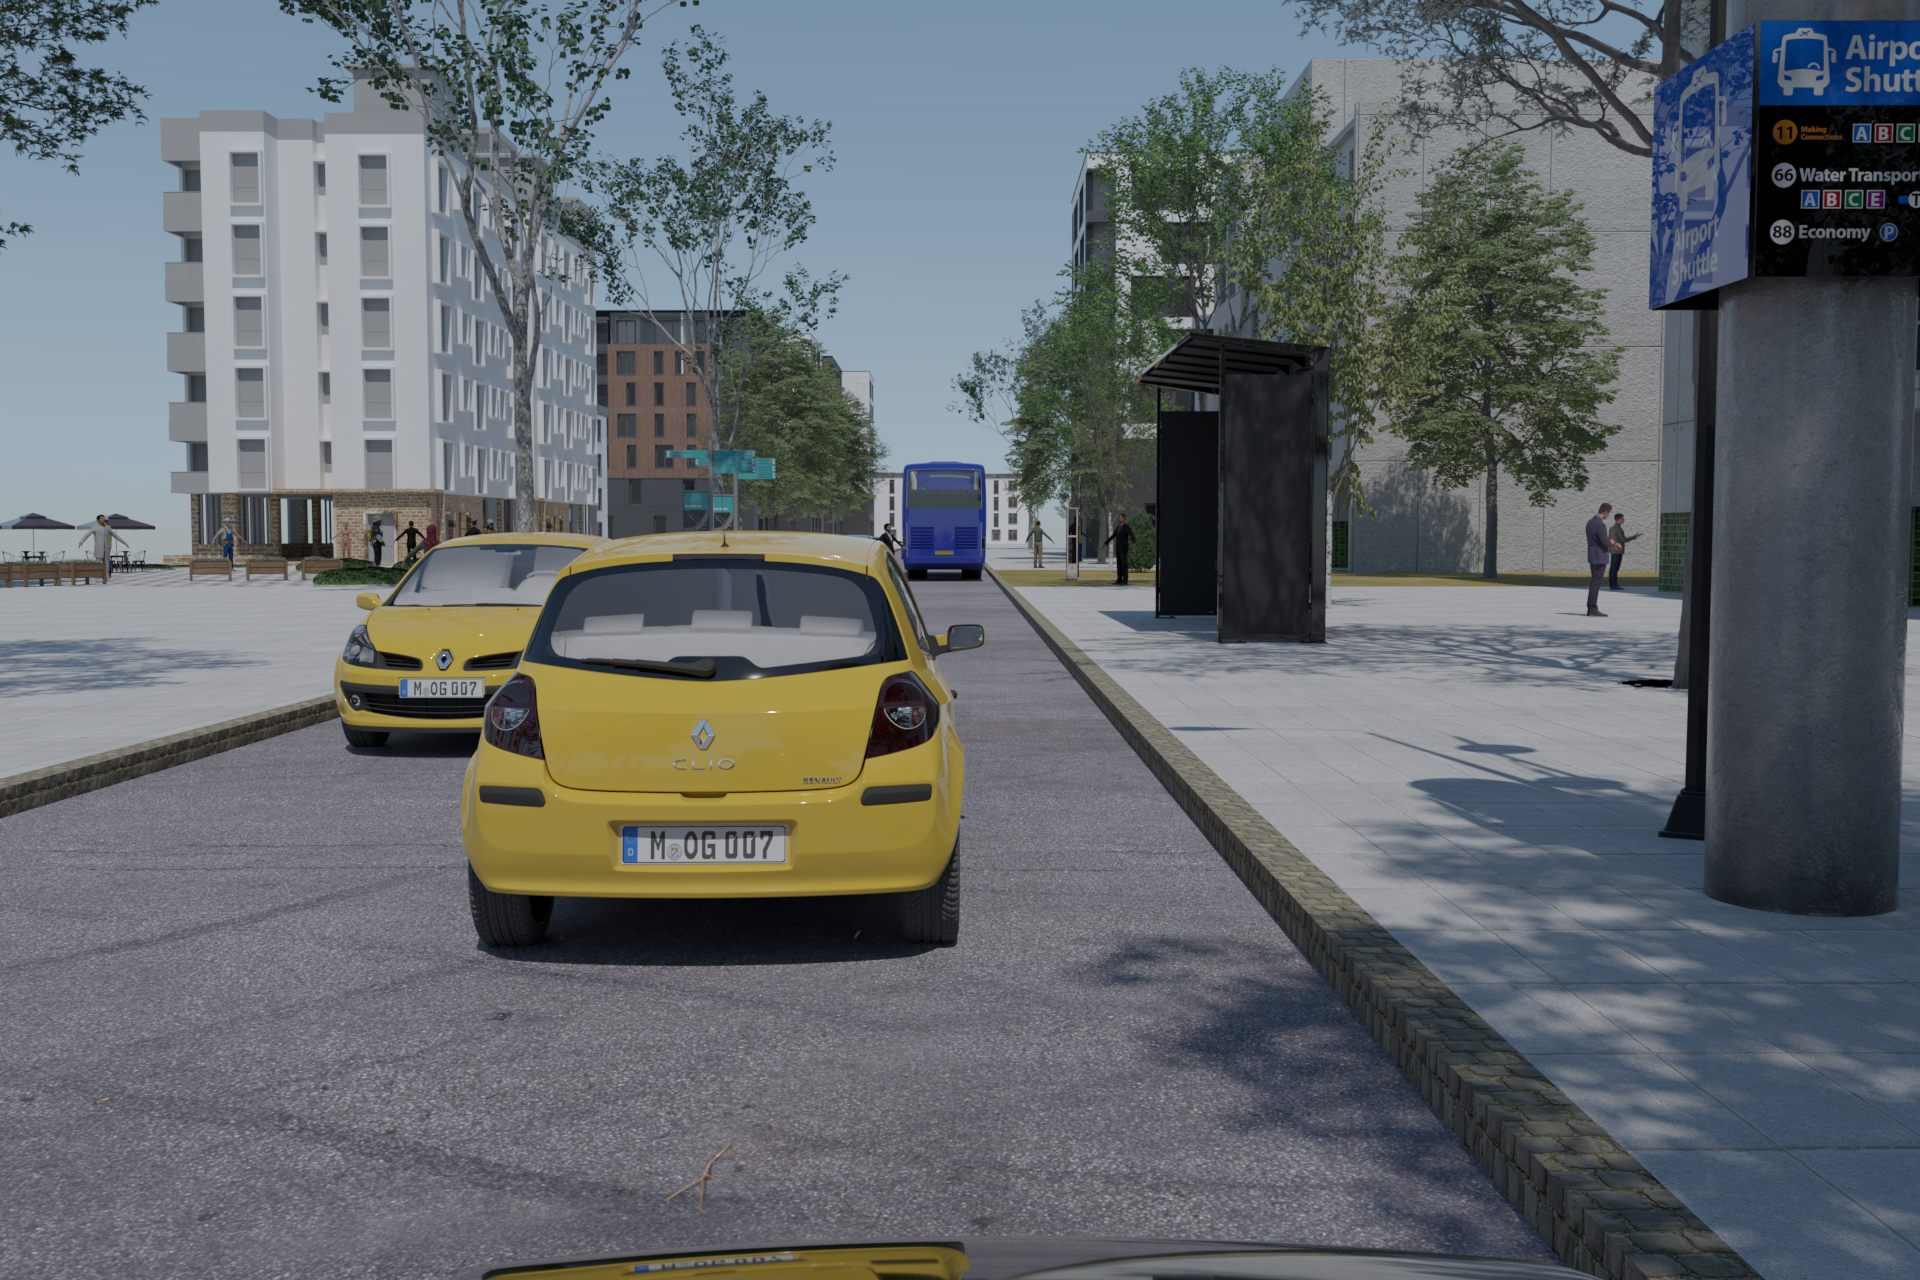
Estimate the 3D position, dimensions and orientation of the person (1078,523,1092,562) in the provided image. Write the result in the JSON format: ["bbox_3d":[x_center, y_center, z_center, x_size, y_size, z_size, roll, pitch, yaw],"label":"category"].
[{"bbox_3d":[5.534,-4.526,80.457,1.216,1.772,0.721,2,4,27],"label":"person"}]

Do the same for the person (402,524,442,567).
[{"bbox_3d":[-8.214,-1.089,27.014,0.989,1.438,0.599,0,4,-3],"label":"person"}]

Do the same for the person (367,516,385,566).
[{"bbox_3d":[-18.269,-2.974,54.401,0.705,1.856,1.354,-2,4,-26],"label":"person"}]

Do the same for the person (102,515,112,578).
[{"bbox_3d":[-25.025,-2.733,50.651,0.705,1.833,1.349,-1,4,-13],"label":"person"}]

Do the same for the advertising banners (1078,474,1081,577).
[{"bbox_3d":[3.511,-3.388,51.579,0.090,3.025,2.074,0,4,1],"label":"advertising banners"}]

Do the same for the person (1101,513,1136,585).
[{"bbox_3d":[4.056,-2.290,43.661,0.704,1.802,1.346,-2,4,-33],"label":"person"}]

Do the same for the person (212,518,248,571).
[{"bbox_3d":[-25.163,-3.285,59.569,0.705,1.847,1.347,2,4,33],"label":"person"}]

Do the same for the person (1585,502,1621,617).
[{"bbox_3d":[10.010,-1.250,26.935,0.568,1.767,0.683,0,4,-4],"label":"person"}]

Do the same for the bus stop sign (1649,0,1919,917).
[{"bbox_3d":[2.956,-1.038,5.989,0.837,3.901,0.837,0,4,0],"label":"bus stop sign"}]

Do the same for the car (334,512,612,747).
[{"bbox_3d":[-3.280,-0.163,12.881,2.015,1.641,3.980,0,4,0],"label":"car"}]

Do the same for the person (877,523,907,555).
[{"bbox_3d":[-1.948,-2.392,48.285,1.216,1.740,0.721,-3,5,-44],"label":"person"}]

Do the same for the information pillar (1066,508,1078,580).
[{"bbox_3d":[3.110,-2.670,48.147,0.304,2.012,0.304,0,4,-2],"label":"information pillar"}]

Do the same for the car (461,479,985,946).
[{"bbox_3d":[-0.874,0.168,7.470,2.015,1.641,3.980,0,4,-2],"label":"car"}]

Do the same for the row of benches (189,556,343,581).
[{"bbox_3d":[-19.294,-1.989,47.977,4.104,0.672,1.422,-2,4,-24],"label":"row of benches"}]

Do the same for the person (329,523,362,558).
[{"bbox_3d":[-23.982,-3.720,67.622,1.217,1.733,0.721,-1,4,-11],"label":"person"}]

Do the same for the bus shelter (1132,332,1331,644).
[{"bbox_3d":[3.505,-1.958,23.295,1.731,3.624,6.357,0,4,-1],"label":"bus shelter"}]

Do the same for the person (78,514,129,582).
[{"bbox_3d":[-22.964,-2.458,46.381,0.705,1.806,1.347,3,4,37],"label":"person"}]

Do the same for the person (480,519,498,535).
[{"bbox_3d":[-17.900,-3.689,66.082,0.705,1.858,1.354,3,4,36],"label":"person"}]

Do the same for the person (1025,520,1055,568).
[{"bbox_3d":[2.964,-3.607,65.245,1.348,1.796,0.705,3,5,40],"label":"person"}]

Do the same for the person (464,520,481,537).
[{"bbox_3d":[-19.045,-3.799,68.052,1.347,1.837,0.705,1,4,23],"label":"person"}]

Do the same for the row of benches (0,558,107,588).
[{"bbox_3d":[-22.603,-1.647,42.385,1.422,0.672,4.104,1,4,19],"label":"row of benches"}]

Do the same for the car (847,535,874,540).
[{"bbox_3d":[-3.260,-2.458,52.195,2.014,1.417,4.499,0,4,-1],"label":"car"}]

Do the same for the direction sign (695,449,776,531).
[{"bbox_3d":[-7.032,-4.050,54.980,2.525,3.948,1.411,0,4,2],"label":"direction sign"}]

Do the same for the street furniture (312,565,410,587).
[{"bbox_3d":[-10.930,-1.750,44.241,10.072,0.657,5.734,1,4,12],"label":"street furniture"}]

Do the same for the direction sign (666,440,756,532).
[{"bbox_3d":[-7.058,-3.729,49.724,2.525,3.948,1.411,0,4,0],"label":"direction sign"}]

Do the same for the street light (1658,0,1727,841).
[{"bbox_3d":[3.684,-2.119,7.192,1.470,5.913,1.316,0,4,0],"label":"street light"}]

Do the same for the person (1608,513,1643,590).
[{"bbox_3d":[15.313,-2.038,39.899,0.750,1.759,0.617,1,4,16],"label":"person"}]

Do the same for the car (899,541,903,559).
[{"bbox_3d":[-2.474,-5.471,99.241,2.009,1.686,4.222,0,3,0],"label":"car"}]

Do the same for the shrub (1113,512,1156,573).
[{"bbox_3d":[5.909,-3.260,57.345,1.661,2.075,1.752,0,3,0],"label":"shrub"}]

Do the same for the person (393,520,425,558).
[{"bbox_3d":[-21.306,-3.734,67.237,1.347,1.806,0.705,-3,4,-36],"label":"person"}]

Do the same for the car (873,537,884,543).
[{"bbox_3d":[-3.641,-3.496,69.741,1.945,1.354,3.894,0,3,0],"label":"car"}]
